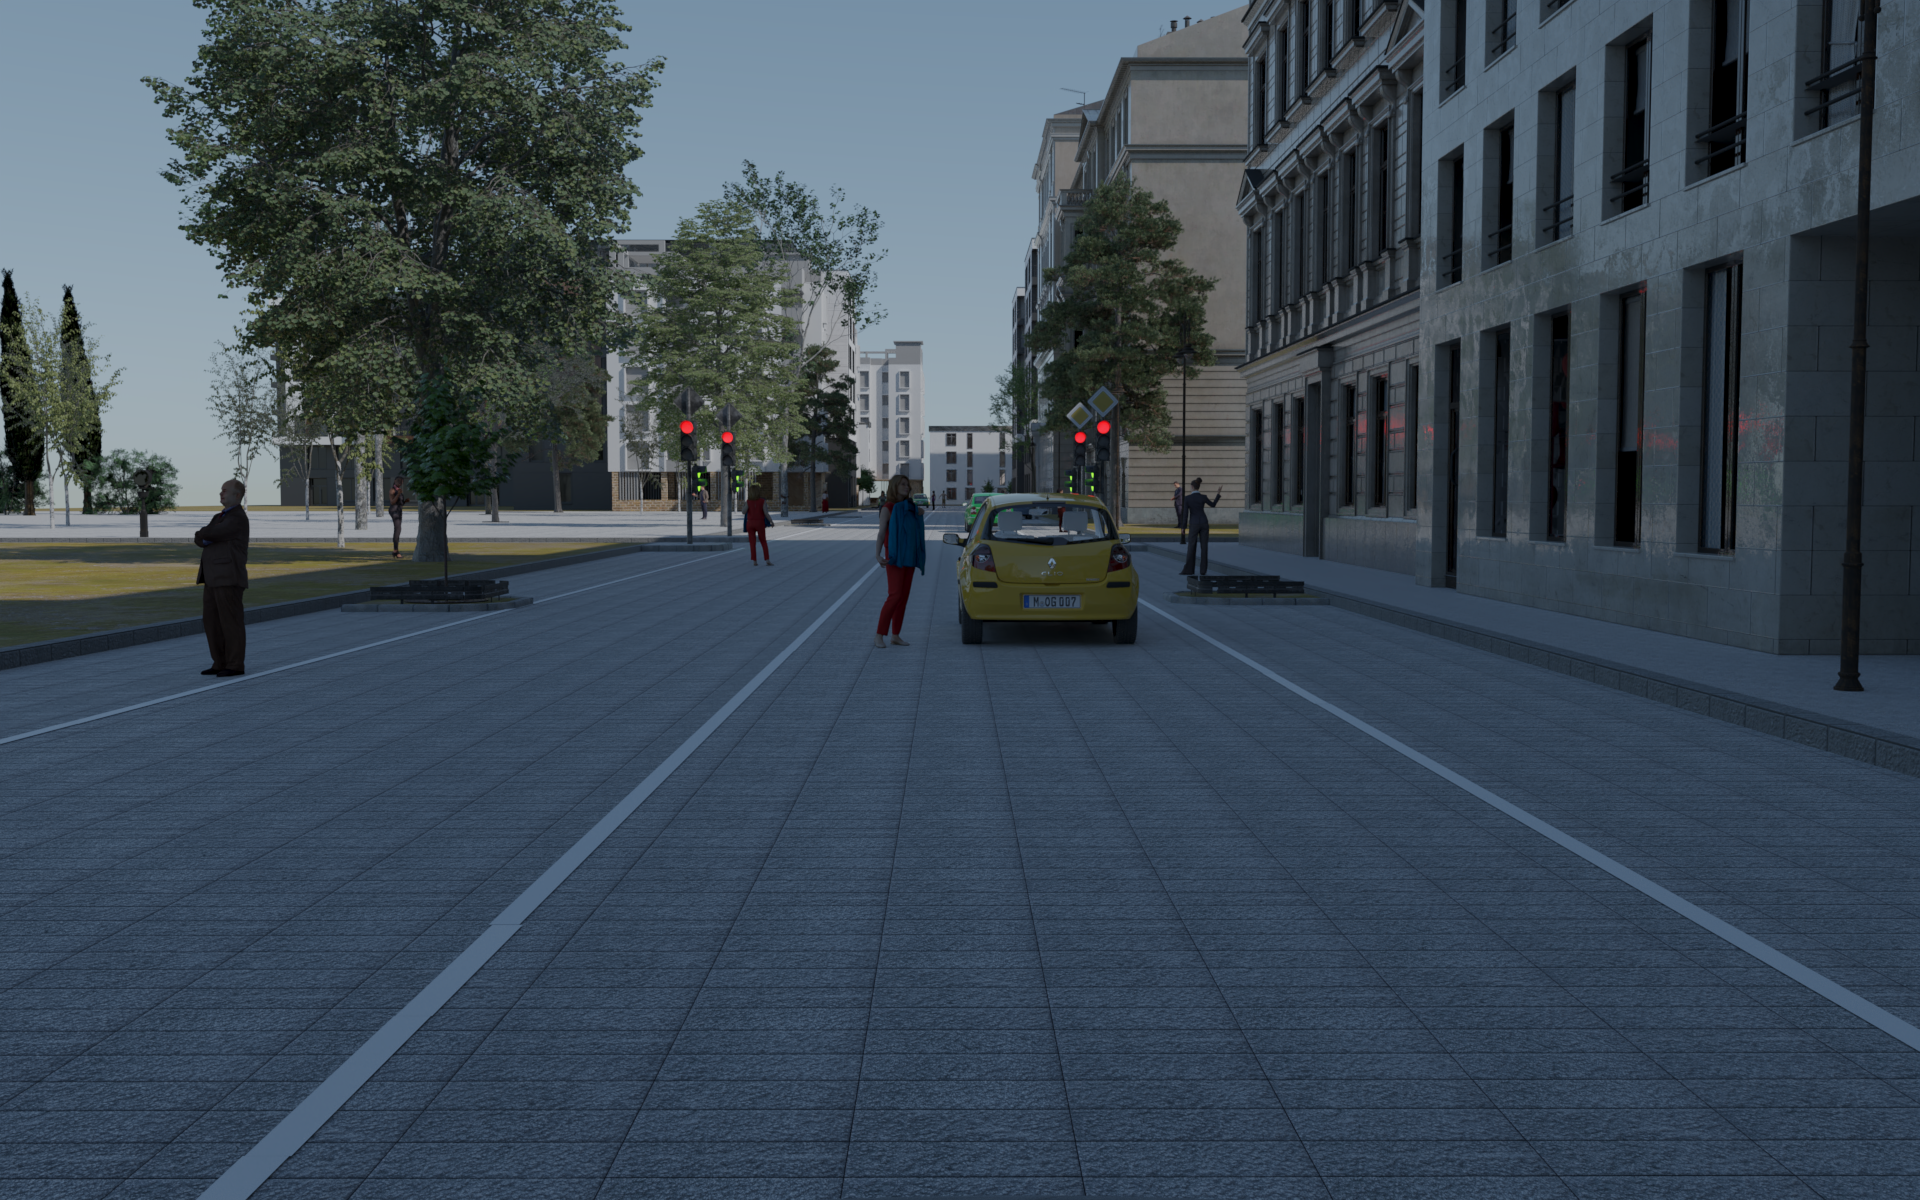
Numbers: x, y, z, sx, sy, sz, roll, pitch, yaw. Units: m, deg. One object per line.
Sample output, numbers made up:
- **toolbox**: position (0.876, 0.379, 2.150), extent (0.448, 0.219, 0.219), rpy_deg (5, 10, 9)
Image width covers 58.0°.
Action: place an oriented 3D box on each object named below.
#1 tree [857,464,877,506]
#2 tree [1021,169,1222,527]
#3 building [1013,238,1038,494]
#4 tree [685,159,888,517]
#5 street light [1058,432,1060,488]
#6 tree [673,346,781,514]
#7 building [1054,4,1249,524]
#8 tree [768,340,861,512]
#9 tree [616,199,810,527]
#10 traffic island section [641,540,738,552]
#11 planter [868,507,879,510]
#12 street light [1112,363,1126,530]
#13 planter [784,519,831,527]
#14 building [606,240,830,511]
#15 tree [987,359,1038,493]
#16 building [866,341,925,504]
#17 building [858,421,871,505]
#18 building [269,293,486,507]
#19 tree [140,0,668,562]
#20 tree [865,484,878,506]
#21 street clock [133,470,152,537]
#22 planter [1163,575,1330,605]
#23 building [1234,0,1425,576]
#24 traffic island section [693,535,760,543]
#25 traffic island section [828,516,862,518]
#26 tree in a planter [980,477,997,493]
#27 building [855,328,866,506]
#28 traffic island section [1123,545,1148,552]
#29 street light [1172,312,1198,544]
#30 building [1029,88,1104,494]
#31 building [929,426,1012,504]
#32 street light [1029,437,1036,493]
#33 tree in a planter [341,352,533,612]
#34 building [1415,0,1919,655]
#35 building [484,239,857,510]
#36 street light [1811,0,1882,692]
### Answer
- **tree**: position (-10.586, -12.437, 187.062), extent (4.285, 4.588, 4.351), rpy_deg (0, 3, 0)
- **tree**: position (6.368, -9.852, 68.510), extent (7.806, 13.903, 7.818), rpy_deg (0, 3, 0)
- **building**: position (19.575, -18.996, 154.552), extent (27.936, 21.610, 32.646), rpy_deg (0, 4, 0)
- **tree**: position (-9.889, -14.773, 97.434), extent (12.611, 20.169, 13.585), rpy_deg (0, 3, 0)
- **street light**: position (5.378, -7.411, 93.950), extent (0.468, 5.910, 1.993), rpy_deg (0, 4, 0)
- **tree**: position (-10.353, -8.035, 81.738), extent (4.737, 8.622, 4.395), rpy_deg (0, 3, 0)
- **building**: position (12.234, -16.588, 90.290), extent (14.460, 24.649, 34.723), rpy_deg (0, 4, 0)
- **tree**: position (-10.387, -12.239, 122.161), extent (6.751, 12.117, 7.091), rpy_deg (0, 3, 0)
- **tree**: position (-9.592, -9.128, 67.369), extent (7.486, 12.596, 7.792), rpy_deg (0, 3, 0)
- **traffic island section**: position (-6.964, -1.360, 44.521), extent (2.009, 0.180, 2.903), rpy_deg (0, 4, 0)
- **planter**: position (-7.177, -8.154, 154.450), extent (1.991, 0.319, 1.994), rpy_deg (0, 4, 0)
- **street light**: position (5.545, -5.391, 60.924), extent (0.468, 5.910, 1.993), rpy_deg (0, 4, 0)
- **planter**: position (-6.796, -3.447, 77.491), extent (1.991, 0.319, 1.994), rpy_deg (0, 4, 0)
- **building**: position (-18.153, -16.956, 133.652), extent (16.016, 20.091, 11.380), rpy_deg (0, 4, 0)
- **tree**: position (5.655, -12.755, 134.299), extent (9.928, 11.665, 9.643), rpy_deg (0, 3, 0)
- **building**: position (-10.273, -22.247, 220.153), extent (11.380, 20.091, 16.016), rpy_deg (0, 4, 0)
- **building**: position (-24.436, -15.729, 199.311), extent (28.070, 9.664, 9.099), rpy_deg (0, 4, 0)
- **building**: position (-55.125, -21.154, 189.849), extent (32.646, 21.610, 27.936), rpy_deg (0, 4, 0)
- **tree**: position (-10.105, -7.714, 32.777), extent (9.857, 13.997, 8.962), rpy_deg (0, 3, 0)
- **tree**: position (-10.081, -12.075, 192.024), extent (1.663, 3.219, 1.824), rpy_deg (0, 3, 0)
- **street clock**: position (-24.215, -2.861, 51.350), extent (0.471, 2.002, 0.358), rpy_deg (0, 4, -3)
- **planter**: position (3.769, -0.132, 23.297), extent (1.991, 0.319, 1.994), rpy_deg (0, 4, 0)
- **building**: position (11.784, -10.366, 34.116), extent (10.561, 19.102, 19.286), rpy_deg (0, 4, 0)
- **traffic island section**: position (-7.003, -1.849, 52.506), extent (2.009, 0.180, 2.903), rpy_deg (0, 4, 0)
- **traffic island section**: position (-6.925, -5.001, 104.631), extent (1.991, 0.108, 1.994), rpy_deg (0, 4, 0)
- **tree in a planter**: position (3.008, -11.293, 181.864), extent (1.991, 3.239, 1.994), rpy_deg (0, 4, 0)
- **building**: position (-18.252, -19.703, 178.570), extent (16.016, 20.091, 11.380), rpy_deg (0, 4, 0)
- **traffic island section**: position (3.677, -1.363, 44.568), extent (2.009, 0.180, 2.903), rpy_deg (0, 4, 0)
- **street light**: position (5.705, -4.362, 44.100), extent (0.468, 5.910, 1.993), rpy_deg (0, 4, 0)
- **building**: position (11.927, -20.283, 117.534), extent (13.634, 28.700, 20.117), rpy_deg (0, 4, 0)
- **building**: position (10.157, -16.829, 217.301), extent (28.070, 9.664, 9.099), rpy_deg (0, 4, 0)
- **street light**: position (5.285, -9.426, 126.901), extent (0.468, 5.910, 1.993), rpy_deg (0, 4, 0)
- **tree in a planter**: position (-6.535, -1.511, 21.920), extent (1.991, 3.239, 1.994), rpy_deg (0, 4, 0)
- **building**: position (11.690, -9.836, 15.578), extent (10.420, 20.320, 16.860), rpy_deg (0, 4, 0)
- **building**: position (-24.120, -19.057, 155.549), extent (27.936, 21.610, 32.646), rpy_deg (0, 4, 0)
- **street light**: position (5.813, -2.346, 11.149), extent (0.468, 5.910, 1.993), rpy_deg (0, 4, 0)
